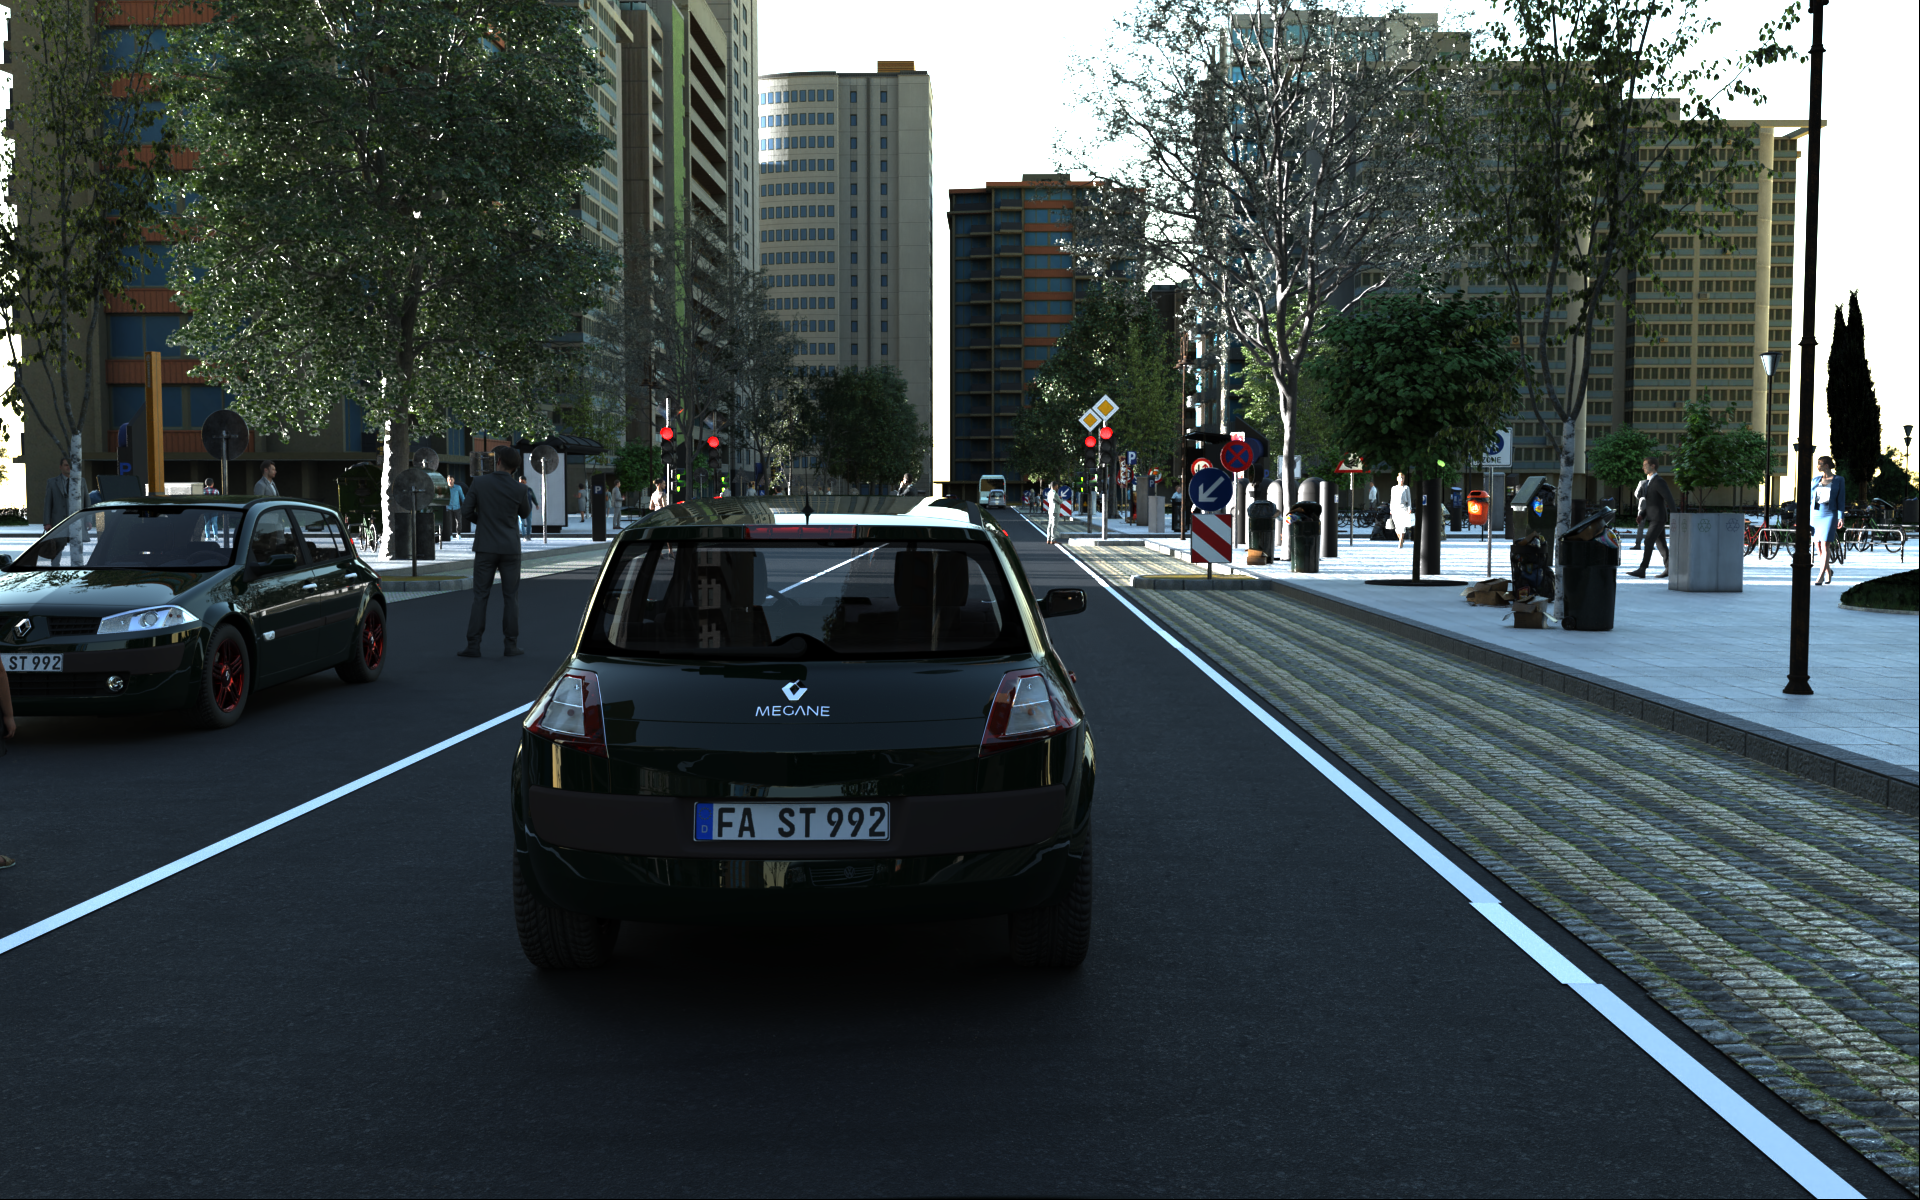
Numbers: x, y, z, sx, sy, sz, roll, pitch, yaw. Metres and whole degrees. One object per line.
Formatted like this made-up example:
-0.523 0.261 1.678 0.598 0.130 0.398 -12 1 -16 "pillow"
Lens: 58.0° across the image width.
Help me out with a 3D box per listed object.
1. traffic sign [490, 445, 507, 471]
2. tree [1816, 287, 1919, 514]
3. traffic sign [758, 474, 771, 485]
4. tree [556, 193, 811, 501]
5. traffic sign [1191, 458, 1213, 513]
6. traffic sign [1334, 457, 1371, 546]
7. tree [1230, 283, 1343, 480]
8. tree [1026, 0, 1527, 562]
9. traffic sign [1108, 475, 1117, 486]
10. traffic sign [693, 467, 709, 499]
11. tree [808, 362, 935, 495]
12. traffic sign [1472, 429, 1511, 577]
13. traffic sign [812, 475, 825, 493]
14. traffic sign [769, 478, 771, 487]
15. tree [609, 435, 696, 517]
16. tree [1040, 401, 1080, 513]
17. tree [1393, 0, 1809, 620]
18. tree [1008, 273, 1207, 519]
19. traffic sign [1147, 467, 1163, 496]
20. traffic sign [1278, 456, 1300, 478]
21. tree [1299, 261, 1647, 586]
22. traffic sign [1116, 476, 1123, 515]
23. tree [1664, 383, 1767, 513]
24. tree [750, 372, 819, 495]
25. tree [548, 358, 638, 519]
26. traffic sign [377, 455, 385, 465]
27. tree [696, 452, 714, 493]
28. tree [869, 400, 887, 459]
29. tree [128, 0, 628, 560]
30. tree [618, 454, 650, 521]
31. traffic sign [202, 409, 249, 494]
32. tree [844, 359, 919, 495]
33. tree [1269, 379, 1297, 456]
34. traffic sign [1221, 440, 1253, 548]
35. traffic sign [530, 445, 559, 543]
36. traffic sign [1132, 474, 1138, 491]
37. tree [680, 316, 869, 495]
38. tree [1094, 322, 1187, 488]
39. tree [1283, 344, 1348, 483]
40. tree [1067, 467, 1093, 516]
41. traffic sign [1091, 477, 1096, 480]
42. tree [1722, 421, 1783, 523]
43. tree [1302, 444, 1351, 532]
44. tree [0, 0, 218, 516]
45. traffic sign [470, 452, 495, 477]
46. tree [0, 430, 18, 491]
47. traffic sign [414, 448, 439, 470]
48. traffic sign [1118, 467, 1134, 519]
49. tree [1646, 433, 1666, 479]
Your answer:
-11.992 -2.766 45.324 0.768 2.556 0.104 1 4 9 "traffic sign"
62.726 -13.058 115.321 13.155 14.587 18.604 0 4 1 "tree"
-11.507 -6.255 102.267 0.884 2.594 0.081 0 4 7 "traffic sign"
-10.939 -9.769 70.087 12.009 13.543 11.850 0 3 0 "tree"
8.516 -3.726 61.026 0.768 2.556 0.104 0 4 3 "traffic sign"
9.732 -2.630 43.004 0.884 2.594 0.081 0 4 7 "traffic sign"
18.139 -10.683 92.793 7.486 12.596 7.792 0 3 0 "tree"
6.296 -7.508 33.133 12.009 13.543 11.850 0 3 0 "tree"
9.512 -6.736 110.133 0.884 2.594 0.081 1 4 8 "traffic sign"
-12.293 -5.020 82.179 0.768 2.556 0.104 1 4 10 "traffic sign"
-8.821 -14.268 150.295 9.611 12.733 9.660 0 3 0 "tree"
8.172 -1.502 26.688 0.606 2.300 0.079 1 4 10 "traffic sign"
-9.492 -7.122 116.448 0.884 2.594 0.081 0 4 5 "traffic sign"
-12.142 -6.516 108.672 0.606 2.300 0.079 1 4 10 "traffic sign"
-17.974 -6.912 96.719 4.285 4.588 4.351 0 3 0 "tree"
7.723 -10.183 116.851 4.360 8.622 3.978 0 3 0 "tree"
6.306 -4.119 17.712 4.360 8.622 3.978 0 3 0 "tree"
7.959 -10.578 89.953 9.611 12.733 9.660 0 3 0 "tree"
9.139 -4.948 81.003 0.768 2.556 0.104 0 4 3 "traffic sign"
8.740 -2.684 46.018 0.606 2.300 0.079 1 4 8 "traffic sign"
6.441 -2.500 24.582 4.285 4.588 4.351 0 3 0 "tree"
10.048 -6.564 107.422 0.768 2.556 0.104 1 4 10 "traffic sign"
12.966 -2.186 30.344 1.663 3.219 1.824 0 3 0 "tree"
-9.999 -9.105 99.221 4.360 8.622 3.978 0 3 0 "tree"
-19.085 -8.510 89.497 4.737 8.622 4.395 0 3 0 "tree"
-15.123 -2.672 45.816 0.606 2.300 0.079 0 4 7 "traffic sign"
-17.774 -7.806 111.349 4.285 4.588 4.351 0 3 0 "tree"
-9.587 -11.582 123.784 7.601 10.594 8.767 2 4 33 "tree"
-10.956 -7.763 33.586 9.857 13.997 8.962 0 3 0 "tree"
-15.774 -5.358 82.200 1.663 3.219 1.824 0 3 0 "tree"
-11.078 -1.591 26.112 0.768 2.556 0.104 1 4 8 "traffic sign"
-8.427 -15.832 165.508 9.857 13.997 8.962 0 3 0 "tree"
17.451 -8.273 85.634 4.360 8.622 3.978 0 3 0 "tree"
6.517 -2.491 40.831 0.768 2.556 0.104 0 4 2 "traffic sign"
-10.775 -2.741 44.917 0.768 2.556 0.104 0 4 8 "traffic sign"
10.259 -6.151 100.681 0.768 2.556 0.104 0 4 2 "traffic sign"
-9.745 -9.368 87.573 8.767 10.594 7.601 -1 4 -14 "tree"
7.821 -7.526 73.417 4.737 8.622 4.395 0 3 0 "tree"
16.726 -7.796 77.828 4.737 8.622 4.395 0 3 0 "tree"
7.474 -6.692 104.013 1.663 3.219 1.824 0 3 0 "tree"
10.013 -7.812 127.831 0.768 2.556 0.104 1 4 10 "traffic sign"
34.729 -5.689 76.726 4.285 4.588 4.351 0 3 0 "tree"
12.606 -3.892 58.229 1.663 3.219 1.824 0 3 0 "tree"
-11.130 -4.339 21.309 4.360 8.622 3.978 0 3 0 "tree"
-11.486 -2.418 41.669 0.606 2.300 0.079 0 4 2 "traffic sign"
-62.767 -9.800 123.128 11.467 7.101 20.602 0 4 6 "tree"
-14.639 -2.896 47.458 0.768 2.556 0.104 1 4 11 "traffic sign"
7.691 -4.902 80.247 0.768 2.556 0.104 1 4 11 "traffic sign"
29.691 -5.725 77.322 4.285 4.588 4.351 0 3 0 "tree"
